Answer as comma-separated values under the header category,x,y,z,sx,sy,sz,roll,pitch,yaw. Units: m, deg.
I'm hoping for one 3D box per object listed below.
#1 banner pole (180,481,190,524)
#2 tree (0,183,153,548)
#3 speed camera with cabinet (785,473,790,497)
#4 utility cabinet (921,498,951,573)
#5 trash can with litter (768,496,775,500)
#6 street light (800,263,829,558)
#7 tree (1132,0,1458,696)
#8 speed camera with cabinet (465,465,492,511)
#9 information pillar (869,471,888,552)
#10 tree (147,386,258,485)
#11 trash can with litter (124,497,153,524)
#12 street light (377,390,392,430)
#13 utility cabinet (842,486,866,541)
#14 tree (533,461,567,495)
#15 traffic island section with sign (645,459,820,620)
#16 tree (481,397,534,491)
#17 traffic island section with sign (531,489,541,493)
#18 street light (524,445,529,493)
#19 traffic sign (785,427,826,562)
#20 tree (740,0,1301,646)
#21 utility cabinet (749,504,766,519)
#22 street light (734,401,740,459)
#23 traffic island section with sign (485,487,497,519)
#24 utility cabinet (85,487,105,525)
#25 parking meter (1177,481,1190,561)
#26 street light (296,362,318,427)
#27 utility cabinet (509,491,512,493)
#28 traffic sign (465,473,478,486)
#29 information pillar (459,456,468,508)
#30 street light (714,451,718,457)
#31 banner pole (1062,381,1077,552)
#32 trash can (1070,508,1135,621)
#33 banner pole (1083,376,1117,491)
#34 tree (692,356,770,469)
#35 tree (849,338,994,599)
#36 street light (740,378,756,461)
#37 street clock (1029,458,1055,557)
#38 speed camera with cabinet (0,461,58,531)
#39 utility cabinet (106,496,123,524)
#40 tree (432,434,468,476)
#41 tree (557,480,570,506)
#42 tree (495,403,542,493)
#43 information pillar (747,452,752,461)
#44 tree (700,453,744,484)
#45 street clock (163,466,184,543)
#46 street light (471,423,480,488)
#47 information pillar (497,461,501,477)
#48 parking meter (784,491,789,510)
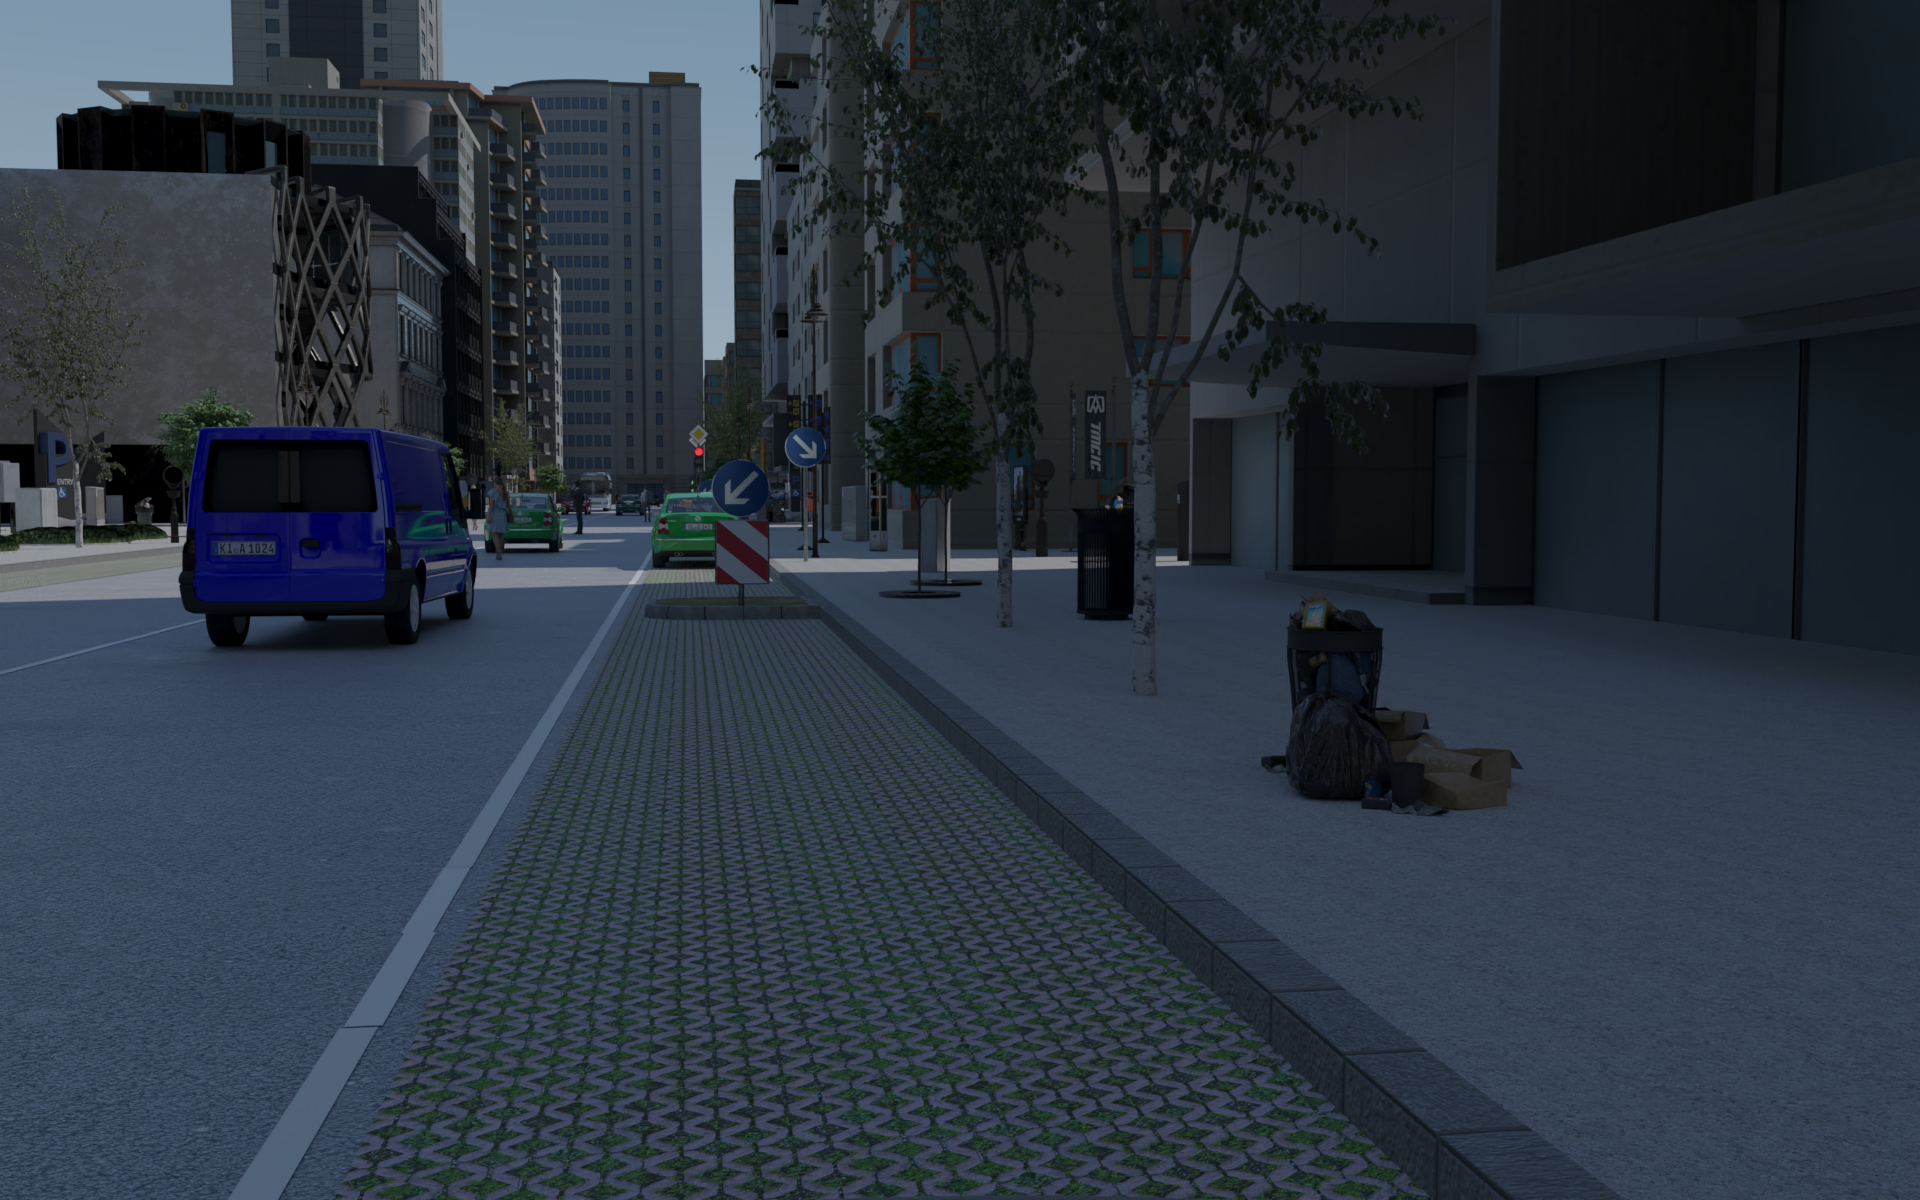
category,x,y,z,sx,sy,sz,roll,pitch,yaw
banner pole,-32.950,-5.132,73.923,0.401,3.779,0.863,2,4,29
tree,-21.117,-5.541,40.965,4.360,8.622,3.978,0,3,0
speed camera with cabinet,-14.012,-9.209,144.897,0.660,3.252,2.038,3,5,39
utility cabinet,-0.415,-1.076,28.754,0.306,1.237,1.020,1,4,12
trash can with litter,-10.324,-5.115,95.009,0.624,1.170,1.055,-1,4,-17
street light,-2.932,-3.799,34.902,0.468,5.910,1.993,-1,4,-9
tree,1.291,-3.685,10.615,4.360,8.622,3.978,0,3,0
speed camera with cabinet,-33.287,-7.670,119.747,2.038,3.252,0.660,2,4,29
information pillar,-1.822,-2.094,38.726,0.304,2.012,0.304,2,4,31
tree,-22.758,-4.207,52.493,4.285,4.588,4.351,0,3,0
trash can with litter,-29.764,-3.135,62.647,1.055,1.170,0.624,0,4,-5
street light,-25.430,-6.351,76.628,0.468,5.910,1.993,-1,4,-9
utility cabinet,-2.914,-2.364,47.326,0.318,1.500,1.173,-1,4,-23
tree,-40.425,-11.451,170.943,4.285,4.588,4.351,0,3,0
traffic island section with sign,-2.721,-0.728,20.525,1.989,1.847,2.006,-1,4,-9
tree,-34.262,-11.083,131.565,4.737,8.622,4.395,0,3,0
traffic island section with sign,-31.027,-7.236,126.940,1.989,1.847,2.006,-1,4,-9
street light,-36.088,-10.471,143.996,0.468,5.910,1.993,-1,4,-9
traffic sign,-2.931,-2.004,32.872,0.768,2.556,0.104,0,4,-7
tree,0.212,-4.037,16.365,4.360,8.622,3.978,0,3,0
utility cabinet,-7.198,-3.229,61.470,0.318,1.500,1.173,1,4,9
street light,-10.821,-6.860,84.951,0.468,5.910,1.993,-1,4,-9
traffic island section with sign,-26.843,-5.607,100.310,1.989,1.847,2.006,-1,4,-9
utility cabinet,-26.238,-2.685,52.582,0.318,1.500,1.173,-1,4,-16
parking meter,4.355,-1.517,33.207,0.372,1.533,0.369,0,3,0
street light,-22.961,-5.392,60.944,0.468,5.910,1.993,-1,4,-9
utility cabinet,-34.370,-7.453,130.530,1.173,1.500,0.318,1,4,18
traffic sign,-29.870,-6.471,105.900,0.768,2.556,0.104,0,4,0
information pillar,-30.507,-7.034,106.360,0.504,3.616,0.183,-1,4,-20
street light,-21.342,-10.953,151.862,0.468,5.910,1.993,-1,4,-9
banner pole,2.479,-2.942,38.122,0.401,3.779,0.863,0,4,-5
trash can,1.504,-0.373,17.753,0.748,1.137,0.748,0,3,0
banner pole,3.040,-2.863,36.821,0.863,3.779,0.401,0,4,-6
tree,-11.963,-8.644,91.699,4.737,8.622,4.395,0,3,0
tree,-0.560,-1.661,21.765,1.663,3.219,1.824,0,3,0
street light,-8.389,-5.896,69.180,0.468,5.910,1.993,-1,4,-9
street clock,1.667,-1.875,35.234,0.471,2.002,0.358,-2,4,-24
speed camera with cabinet,-26.264,-3.311,48.466,2.038,3.252,0.660,1,4,20
utility cabinet,-36.983,-3.924,75.320,1.020,1.237,0.306,-2,4,-32
tree,-28.283,-6.711,93.444,4.285,4.588,4.351,0,3,0
tree,-44.160,-12.056,191.712,1.663,3.219,1.824,0,3,0
tree,-35.876,-11.595,139.947,4.360,8.622,3.978,0,3,0
information pillar,-11.592,-6.365,95.429,0.183,3.616,0.504,-3,4,-36
tree,-16.702,-8.642,125.015,4.285,4.588,4.351,0,3,0
street clock,-20.569,-2.492,45.320,0.471,2.002,0.358,-2,4,-32
street light,-30.769,-8.397,110.071,0.468,5.910,1.993,-1,4,-9
information pillar,-32.982,-8.109,123.935,0.183,3.616,0.504,-2,4,-35
parking meter,-14.020,-8.055,140.109,0.372,1.533,0.369,0,3,0
